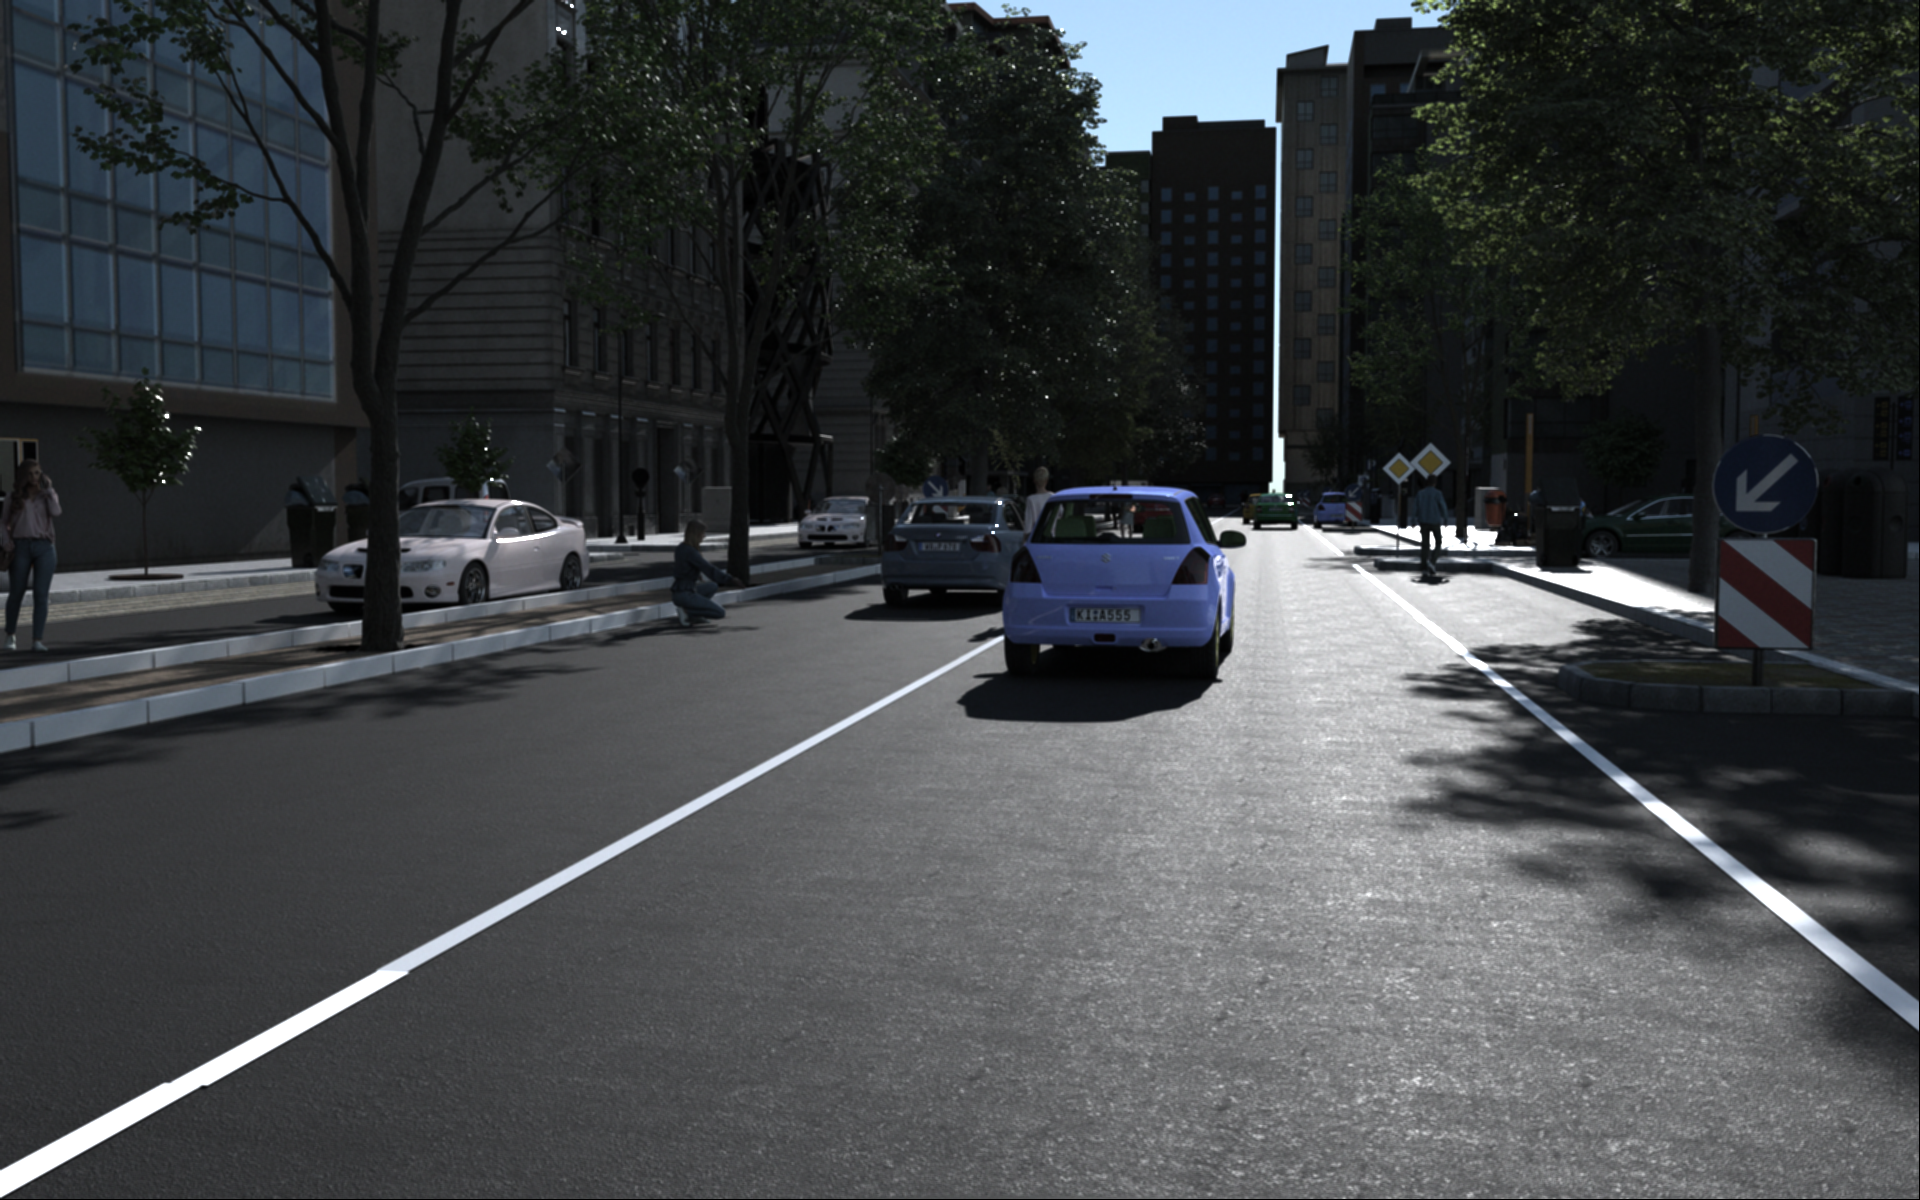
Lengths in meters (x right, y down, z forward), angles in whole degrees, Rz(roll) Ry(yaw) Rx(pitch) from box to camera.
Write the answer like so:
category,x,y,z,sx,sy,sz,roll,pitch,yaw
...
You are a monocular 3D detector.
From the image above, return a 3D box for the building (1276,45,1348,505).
category,x,y,z,sx,sy,sz,roll,pitch,yaw
building,52.245,-38.029,211.006,27.495,52.752,28.713,1,4,10

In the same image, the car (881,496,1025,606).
category,x,y,z,sx,sy,sz,roll,pitch,yaw
car,0.136,-0.701,23.471,2.014,1.417,4.499,1,4,11

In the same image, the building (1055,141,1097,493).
category,x,y,z,sx,sy,sz,roll,pitch,yaw
building,6.686,-30.755,186.443,14.086,41.232,14.154,1,4,10

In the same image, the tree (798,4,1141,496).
category,x,y,z,sx,sy,sz,roll,pitch,yaw
tree,0.469,-8.400,46.446,9.857,13.997,8.962,0,3,0

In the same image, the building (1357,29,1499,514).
category,x,y,z,sx,sy,sz,roll,pitch,yaw
building,49.838,-27.659,144.113,32.217,40.220,23.993,1,4,10

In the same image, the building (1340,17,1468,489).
category,x,y,z,sx,sy,sz,roll,pitch,yaw
building,43.850,-31.453,164.364,14.600,45.320,14.200,1,4,10

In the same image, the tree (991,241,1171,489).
category,x,y,z,sx,sy,sz,roll,pitch,yaw
tree,5.326,-9.578,77.178,7.486,12.596,7.792,0,3,0

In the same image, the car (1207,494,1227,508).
category,x,y,z,sx,sy,sz,roll,pitch,yaw
car,26.880,-10.538,181.337,2.155,1.783,4.494,1,4,10

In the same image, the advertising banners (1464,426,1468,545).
category,x,y,z,sx,sy,sz,roll,pitch,yaw
advertising banners,12.881,-2.927,44.039,0.090,3.025,2.074,1,4,16

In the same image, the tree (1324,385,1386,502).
category,x,y,z,sx,sy,sz,roll,pitch,yaw
tree,25.492,-9.847,111.365,4.360,8.622,3.978,0,3,0

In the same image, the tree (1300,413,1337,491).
category,x,y,z,sx,sy,sz,roll,pitch,yaw
tree,33.248,-12.615,156.624,4.737,8.622,4.395,0,3,0

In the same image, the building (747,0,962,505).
category,x,y,z,sx,sy,sz,roll,pitch,yaw
building,-8.705,-19.111,99.847,14.401,28.519,23.554,1,4,10

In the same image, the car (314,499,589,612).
category,x,y,z,sx,sy,sz,roll,pitch,yaw
car,-6.416,-0.612,22.368,2.083,1.381,4.827,1,4,11

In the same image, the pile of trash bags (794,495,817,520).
category,x,y,z,sx,sy,sz,roll,pitch,yaw
pile of trash bags,-7.907,-4.596,84.903,1.912,1.369,3.447,-1,4,-21

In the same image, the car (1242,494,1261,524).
category,x,y,z,sx,sy,sz,roll,pitch,yaw
car,14.773,-4.559,84.762,2.015,1.641,3.980,1,4,12

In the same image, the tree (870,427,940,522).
category,x,y,z,sx,sy,sz,roll,pitch,yaw
tree,-2.475,-5.962,81.187,4.285,4.588,4.351,0,3,0

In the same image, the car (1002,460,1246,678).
category,x,y,z,sx,sy,sz,roll,pitch,yaw
car,1.459,-0.323,14.878,1.945,1.707,3.694,1,4,11

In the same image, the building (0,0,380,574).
category,x,y,z,sx,sy,sz,roll,pitch,yaw
building,-20.652,-23.269,30.555,14.200,45.320,14.600,1,4,10

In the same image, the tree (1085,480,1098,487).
category,x,y,z,sx,sy,sz,roll,pitch,yaw
tree,12.534,-10.629,168.378,1.663,3.219,1.824,0,3,0

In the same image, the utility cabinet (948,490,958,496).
category,x,y,z,sx,sy,sz,roll,pitch,yaw
utility cabinet,-0.376,-4.990,90.263,0.318,1.500,1.173,1,4,10

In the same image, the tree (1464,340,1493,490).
category,x,y,z,sx,sy,sz,roll,pitch,yaw
tree,25.916,-8.147,83.562,4.737,8.622,4.395,0,3,0

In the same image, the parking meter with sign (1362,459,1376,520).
category,x,y,z,sx,sy,sz,roll,pitch,yaw
parking meter with sign,20.653,-5.584,87.557,0.543,3.016,1.738,0,4,4

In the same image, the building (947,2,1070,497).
category,x,y,z,sx,sy,sz,roll,pitch,yaw
building,-1.773,-30.864,159.244,22.147,44.769,28.867,1,4,10

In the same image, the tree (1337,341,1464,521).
category,x,y,z,sx,sy,sz,roll,pitch,yaw
tree,20.927,-8.067,82.255,4.737,8.622,4.395,0,3,0

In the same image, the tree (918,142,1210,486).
category,x,y,z,sx,sy,sz,roll,pitch,yaw
tree,2.790,-8.997,59.927,12.009,13.543,11.850,0,3,0

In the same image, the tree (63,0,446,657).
category,x,y,z,sx,sy,sz,roll,pitch,yaw
tree,-5.185,-5.327,15.305,9.928,11.665,9.643,0,3,0

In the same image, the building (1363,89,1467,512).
category,x,y,z,sx,sy,sz,roll,pitch,yaw
building,36.916,-21.754,127.374,14.160,30.474,14.107,1,4,10

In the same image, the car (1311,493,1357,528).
category,x,y,z,sx,sy,sz,roll,pitch,yaw
car,16.063,-3.952,74.211,1.945,1.707,3.694,1,4,9

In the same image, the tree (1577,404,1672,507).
category,x,y,z,sx,sy,sz,roll,pitch,yaw
tree,24.342,-4.880,63.503,4.285,4.588,4.351,0,3,0

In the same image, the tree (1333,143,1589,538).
category,x,y,z,sx,sy,sz,roll,pitch,yaw
tree,14.787,-7.648,50.803,9.928,11.665,9.643,0,3,0

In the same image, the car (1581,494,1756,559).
category,x,y,z,sx,sy,sz,roll,pitch,yaw
car,15.290,-1.585,37.714,4.920,1.459,2.131,0,4,8

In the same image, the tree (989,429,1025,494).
category,x,y,z,sx,sy,sz,roll,pitch,yaw
tree,3.501,-10.145,116.231,4.360,8.622,3.978,0,3,0

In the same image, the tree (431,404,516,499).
category,x,y,z,sx,sy,sz,roll,pitch,yaw
tree,-10.443,-2.622,37.470,1.663,3.219,1.824,0,3,0

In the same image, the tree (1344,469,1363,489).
category,x,y,z,sx,sy,sz,roll,pitch,yaw
tree,27.049,-7.614,119.093,1.663,3.219,1.824,0,3,0

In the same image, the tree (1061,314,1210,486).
category,x,y,z,sx,sy,sz,roll,pitch,yaw
tree,9.567,-11.067,100.409,9.611,12.733,9.660,0,3,0

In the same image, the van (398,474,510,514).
category,x,y,z,sx,sy,sz,roll,pitch,yaw
van,-13.068,-2.157,42.282,4.112,2.044,2.013,1,4,8

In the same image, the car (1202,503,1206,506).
category,x,y,z,sx,sy,sz,roll,pitch,yaw
car,10.497,-4.341,81.192,2.015,1.641,3.980,1,4,11

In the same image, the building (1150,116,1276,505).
category,x,y,z,sx,sy,sz,roll,pitch,yaw
building,30.474,-34.111,207.818,14.200,45.320,14.600,1,4,10

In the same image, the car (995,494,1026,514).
category,x,y,z,sx,sy,sz,roll,pitch,yaw
car,1.973,-3.899,75.547,2.131,1.459,4.920,1,4,11

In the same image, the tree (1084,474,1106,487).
category,x,y,z,sx,sy,sz,roll,pitch,yaw
tree,13.362,-11.793,176.535,4.285,4.588,4.351,0,3,0

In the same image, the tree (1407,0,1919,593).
category,x,y,z,sx,sy,sz,roll,pitch,yaw
tree,9.383,-6.384,22.511,7.486,12.596,7.792,0,3,0

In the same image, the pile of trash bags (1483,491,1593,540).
category,x,y,z,sx,sy,sz,roll,pitch,yaw
pile of trash bags,15.267,-2.221,46.058,3.447,1.369,1.912,-2,4,-29

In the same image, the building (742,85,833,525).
category,x,y,z,sx,sy,sz,roll,pitch,yaw
building,-14.273,-12.694,75.000,16.820,18.784,16.811,1,4,10

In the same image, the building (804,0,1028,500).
category,x,y,z,sx,sy,sz,roll,pitch,yaw
building,-11.412,-27.023,133.712,32.217,40.220,23.993,1,4,10

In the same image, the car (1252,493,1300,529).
category,x,y,z,sx,sy,sz,roll,pitch,yaw
car,13.120,-3.861,71.919,1.959,1.807,4.718,1,4,11

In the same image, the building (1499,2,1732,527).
category,x,y,z,sx,sy,sz,roll,pitch,yaw
building,29.247,-18.350,71.719,14.160,30.474,14.107,1,4,10

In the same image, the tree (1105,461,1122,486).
category,x,y,z,sx,sy,sz,roll,pitch,yaw
tree,17.063,-14.799,192.333,4.360,8.622,3.978,0,3,0

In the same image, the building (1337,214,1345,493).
category,x,y,z,sx,sy,sz,roll,pitch,yaw
building,46.194,-24.897,178.773,14.160,30.474,14.107,1,4,10

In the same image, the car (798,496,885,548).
category,x,y,z,sx,sy,sz,roll,pitch,yaw
car,-3.127,-2.154,47.575,2.083,1.381,4.827,1,4,9

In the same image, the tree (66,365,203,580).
category,x,y,z,sx,sy,sz,roll,pitch,yaw
tree,-12.191,-1.926,26.099,1.663,3.219,1.824,0,3,0

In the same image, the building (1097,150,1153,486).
category,x,y,z,sx,sy,sz,roll,pitch,yaw
building,16.497,-32.203,210.112,14.086,41.232,14.154,1,4,10

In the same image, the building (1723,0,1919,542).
category,x,y,z,sx,sy,sz,roll,pitch,yaw
building,38.449,-30.866,46.652,28.212,58.520,21.231,1,4,10

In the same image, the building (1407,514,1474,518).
category,x,y,z,sx,sy,sz,roll,pitch,yaw
building,42.408,-24.926,99.413,32.217,40.220,23.993,1,4,10

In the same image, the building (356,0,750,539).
category,x,y,z,sx,sy,sz,roll,pitch,yaw
building,-14.037,-12.653,56.033,9.793,20.994,18.267,1,4,10
